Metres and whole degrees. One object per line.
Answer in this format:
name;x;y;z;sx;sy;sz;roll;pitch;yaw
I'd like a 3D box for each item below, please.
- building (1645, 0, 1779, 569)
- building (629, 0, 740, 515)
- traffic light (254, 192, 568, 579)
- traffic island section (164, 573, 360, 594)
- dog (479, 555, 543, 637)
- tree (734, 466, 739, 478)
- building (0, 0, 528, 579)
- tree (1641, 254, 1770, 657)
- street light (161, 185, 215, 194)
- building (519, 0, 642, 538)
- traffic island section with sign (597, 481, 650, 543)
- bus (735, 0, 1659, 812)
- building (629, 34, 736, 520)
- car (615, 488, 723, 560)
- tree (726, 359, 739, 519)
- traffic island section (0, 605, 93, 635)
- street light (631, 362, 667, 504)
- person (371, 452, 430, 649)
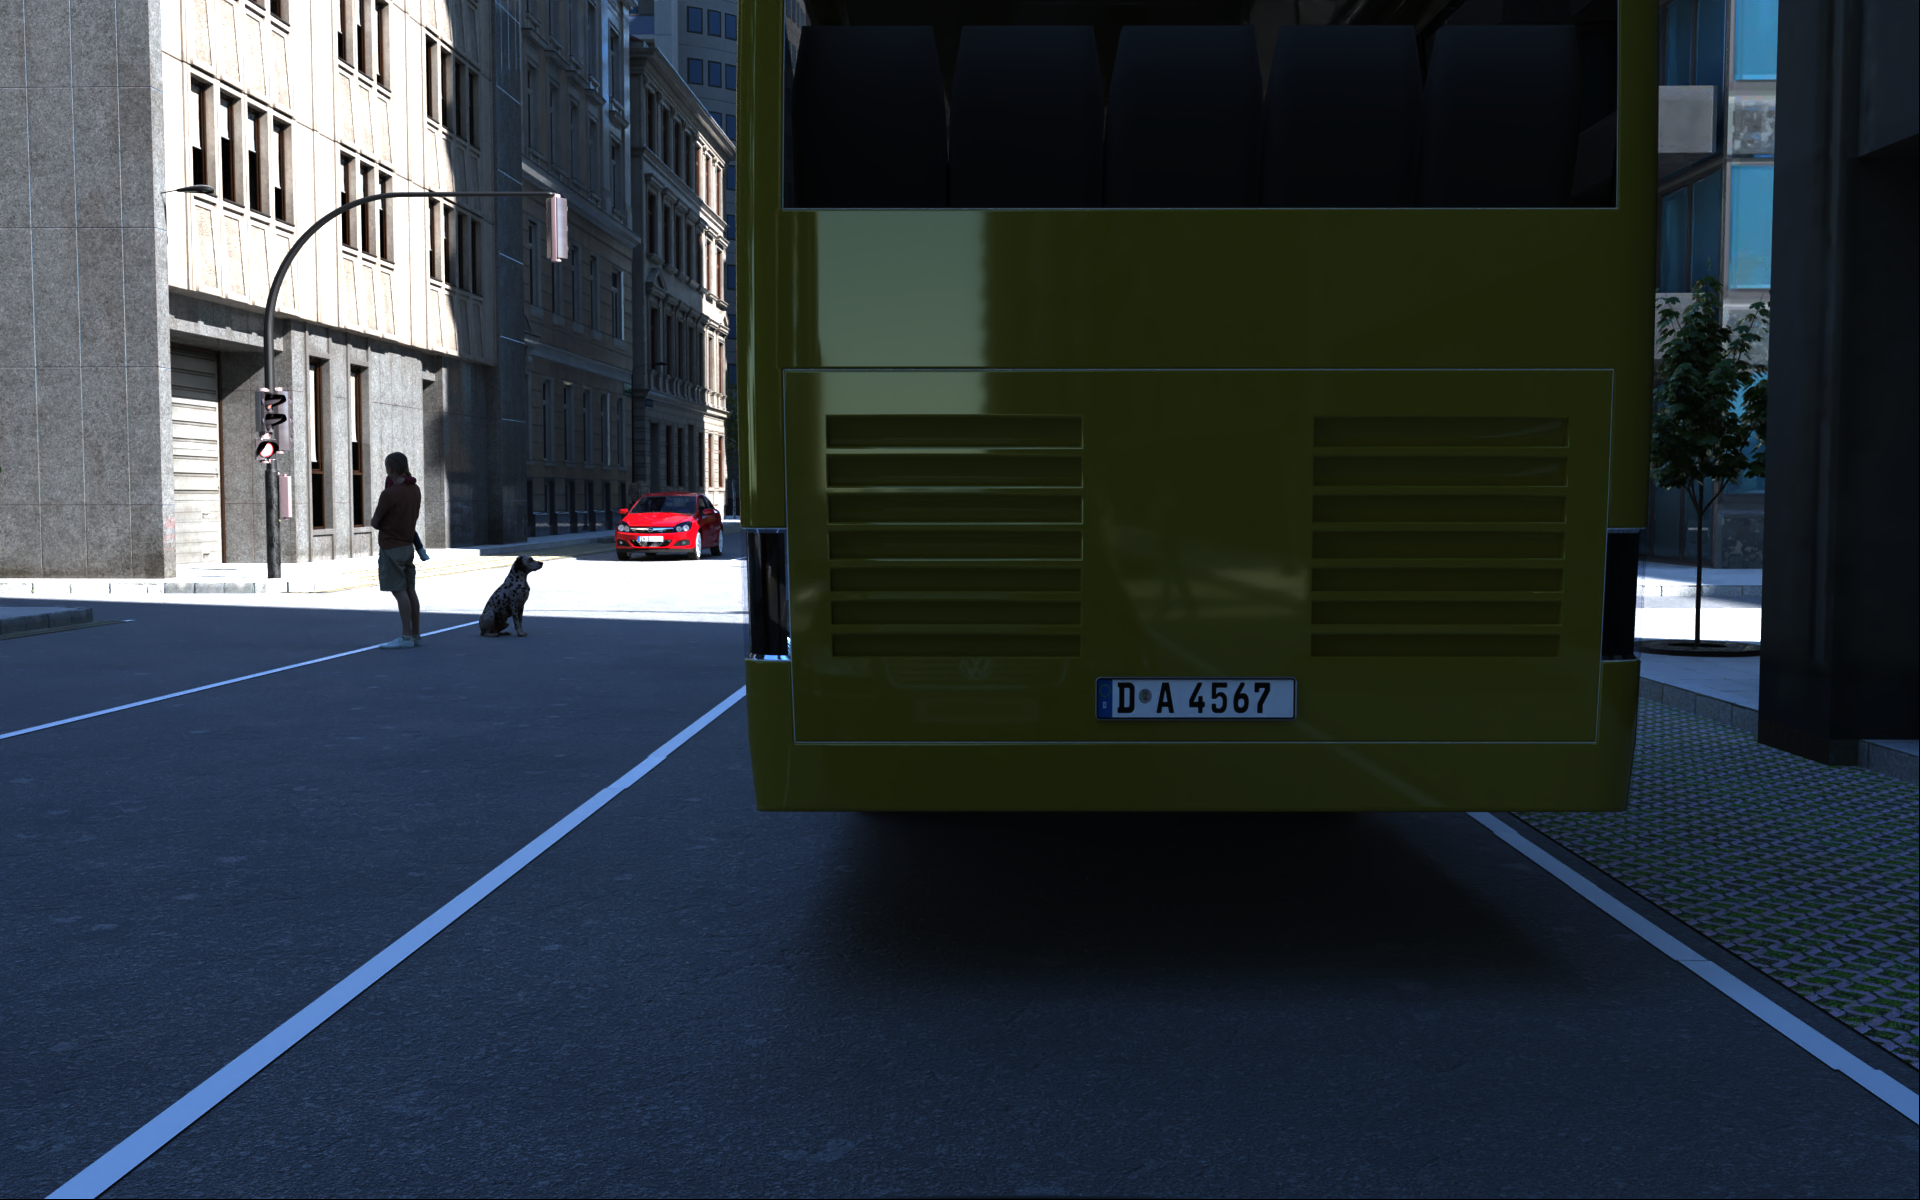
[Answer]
building;25.947;-25.552;37.379;30.456;49.044;23.786;0;4;2
building;-20.909;-35.037;114.848;21.231;58.520;28.212;0;4;2
traffic light;-8.334;-3.154;26.238;4.771;5.953;1.251;0;4;2
traffic island section;-10.468;-0.252;26.394;2.009;0.180;2.903;0;4;2
dog;-4.655;-0.046;17.589;0.513;0.831;0.800;-3;5;-44
tree;-11.328;-7.066;99.237;4.285;4.588;4.351;0;3;0
building;-17.750;-13.300;35.475;12.078;24.808;19.932;0;4;2
tree;5.902;-1.184;13.957;1.663;3.219;1.824;0;3;0
street light;-11.895;-3.281;26.188;1.470;5.913;1.316;0;4;2
building;-18.733;-16.481;55.375;13.634;28.700;20.117;0;4;2
traffic island section with sign;-9.485;-2.590;50.980;1.989;1.847;2.006;0;4;2
bus;0.662;-1.176;10.770;2.896;3.916;12.252;0;4;0
building;-16.921;-14.695;76.414;11.583;22.565;21.152;0;4;2
car;-6.494;-1.827;38.905;2.155;1.783;4.494;0;4;2
tree;-11.767;-8.522;89.701;4.737;8.622;4.395;0;3;0
traffic island section;-10.680;0.237;18.411;2.009;0.180;2.903;0;4;2
street light;-10.983;-5.411;61.013;1.470;5.913;1.316;0;4;2
person;-5.248;-0.474;16.229;0.573;1.828;0.580;-2;4;-35
